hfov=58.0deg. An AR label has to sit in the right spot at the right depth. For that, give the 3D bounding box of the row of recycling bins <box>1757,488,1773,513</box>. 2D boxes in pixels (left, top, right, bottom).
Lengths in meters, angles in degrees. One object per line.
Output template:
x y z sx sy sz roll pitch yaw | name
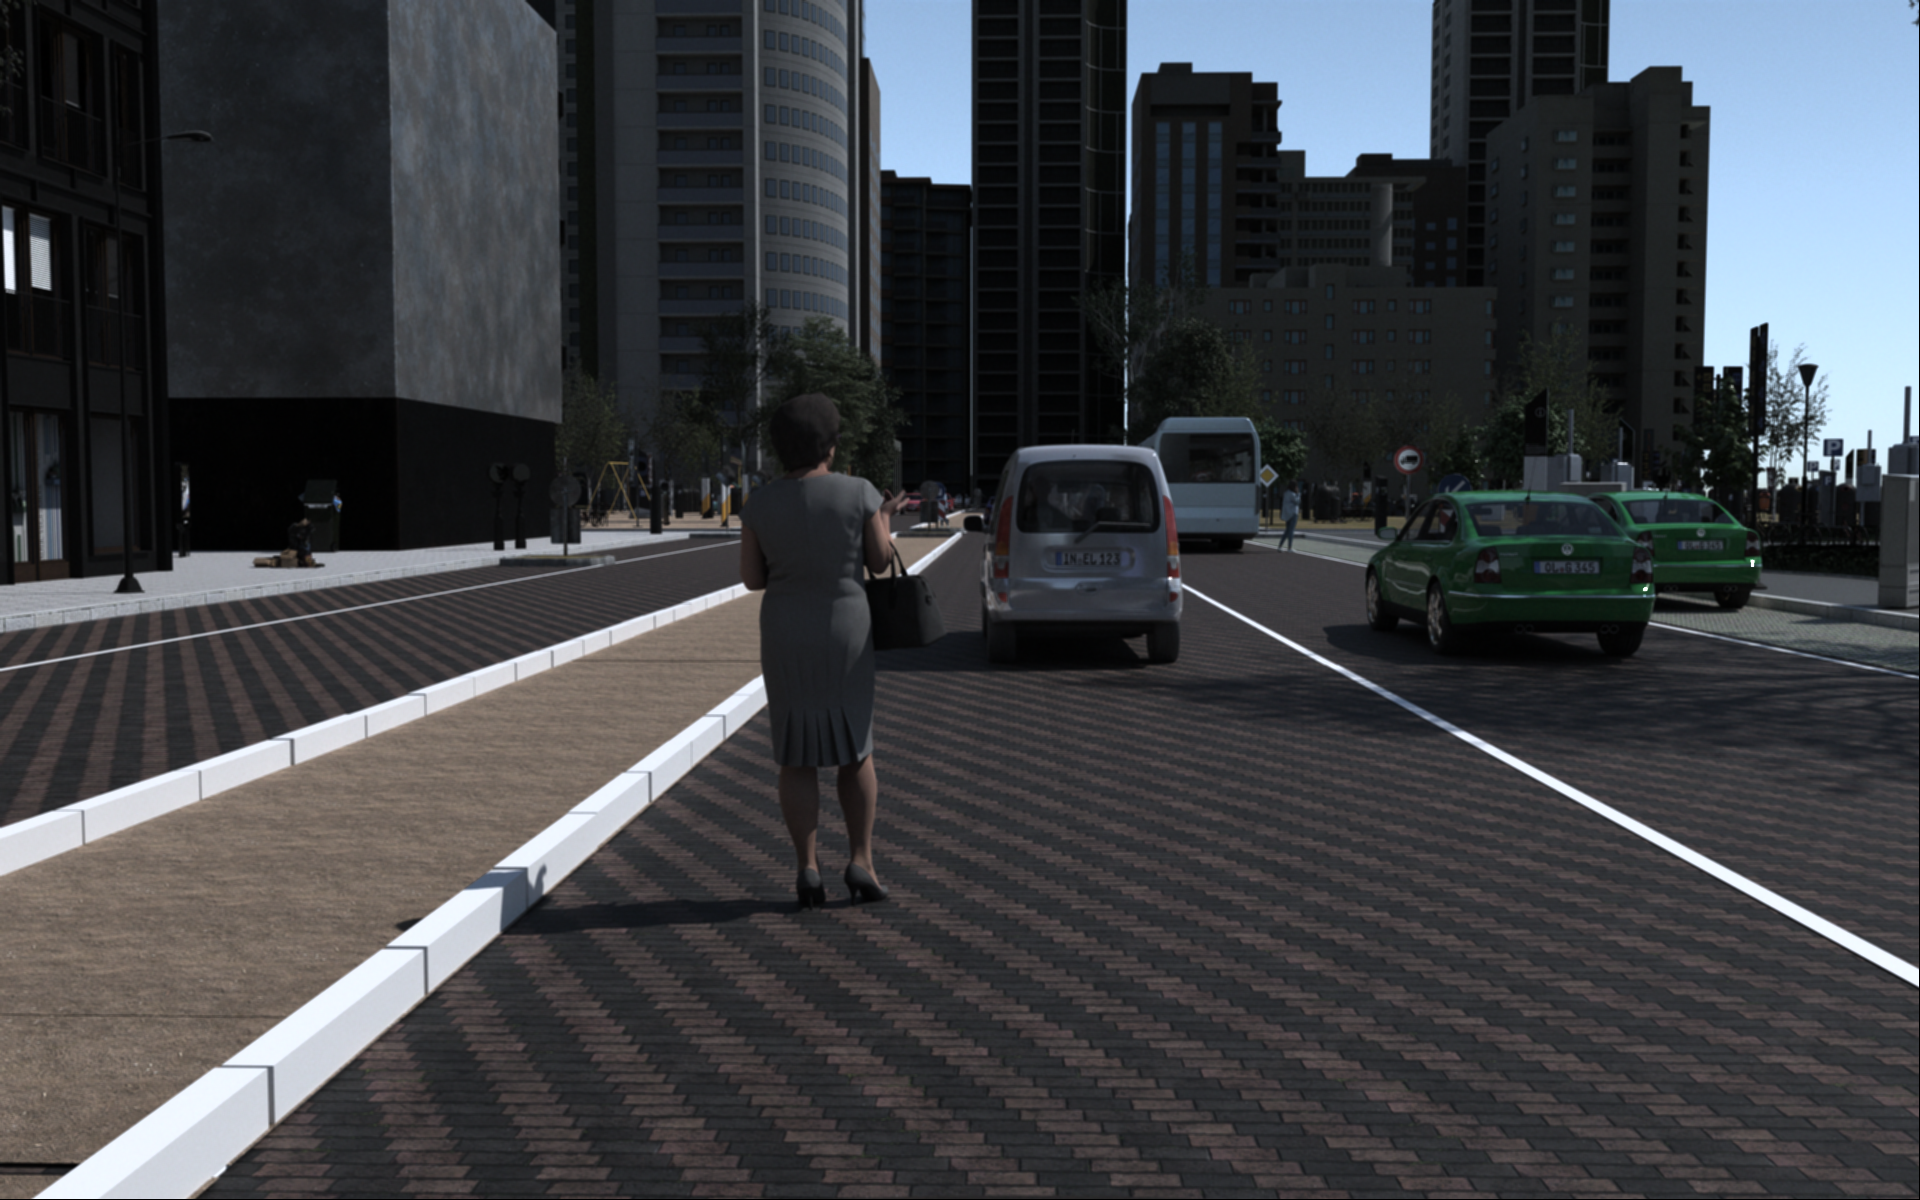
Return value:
55.787 -6.924 120.316 1.069 1.692 3.534 0 4 -2 | row of recycling bins

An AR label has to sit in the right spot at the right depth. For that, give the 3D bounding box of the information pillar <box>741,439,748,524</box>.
-9.151 -5.030 73.598 0.183 3.616 0.504 -2 4 -26 | information pillar

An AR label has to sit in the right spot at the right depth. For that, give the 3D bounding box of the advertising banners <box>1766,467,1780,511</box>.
53.366 -7.103 112.323 2.074 3.025 0.090 2 4 31 | advertising banners

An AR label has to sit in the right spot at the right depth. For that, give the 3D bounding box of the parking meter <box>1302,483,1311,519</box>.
17.546 -5.022 87.813 0.255 1.863 0.399 -3 5 -42 | parking meter

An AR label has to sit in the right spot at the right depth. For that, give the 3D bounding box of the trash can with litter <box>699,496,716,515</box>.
-15.190 -5.680 104.249 1.055 1.170 0.624 0 4 7 | trash can with litter

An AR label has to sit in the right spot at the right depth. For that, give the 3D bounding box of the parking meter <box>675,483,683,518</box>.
-14.941 -5.281 92.055 0.399 1.863 0.255 -2 4 -31 | parking meter

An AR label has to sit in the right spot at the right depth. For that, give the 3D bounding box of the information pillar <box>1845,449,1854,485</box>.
46.362 -6.052 90.299 0.183 3.616 0.504 -1 4 -13 | information pillar

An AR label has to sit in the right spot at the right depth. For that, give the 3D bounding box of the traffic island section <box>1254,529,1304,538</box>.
10.121 -2.129 57.082 2.009 0.180 2.903 0 4 2 | traffic island section

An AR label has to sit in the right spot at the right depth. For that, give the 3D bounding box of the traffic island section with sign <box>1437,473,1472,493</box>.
9.449 -1.561 34.158 1.989 1.847 2.006 0 4 2 | traffic island section with sign

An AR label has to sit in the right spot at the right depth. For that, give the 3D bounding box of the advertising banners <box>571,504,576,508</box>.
-30.681 -8.497 135.107 2.074 3.025 0.090 3 4 37 | advertising banners

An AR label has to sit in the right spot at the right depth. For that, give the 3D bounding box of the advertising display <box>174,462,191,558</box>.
-15.872 -1.846 35.389 0.123 1.923 0.974 -1 4 -15 | advertising display

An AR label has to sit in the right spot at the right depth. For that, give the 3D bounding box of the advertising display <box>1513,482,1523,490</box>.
30.222 -5.387 93.284 0.974 1.923 0.123 -1 4 -21 | advertising display

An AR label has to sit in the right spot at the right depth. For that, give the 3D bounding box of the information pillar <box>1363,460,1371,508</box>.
27.191 -7.606 115.708 0.504 3.616 0.183 2 4 23 | information pillar

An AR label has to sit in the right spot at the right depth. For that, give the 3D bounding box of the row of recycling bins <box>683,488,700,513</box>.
-18.809 -6.919 120.231 1.069 1.692 3.534 0 4 7 | row of recycling bins

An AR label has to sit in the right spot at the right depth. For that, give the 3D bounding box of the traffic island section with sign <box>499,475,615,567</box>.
-8.100 -1.624 35.173 1.989 1.847 2.006 0 4 2 | traffic island section with sign

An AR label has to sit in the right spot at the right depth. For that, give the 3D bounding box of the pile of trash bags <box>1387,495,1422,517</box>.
26.192 -5.463 99.070 3.447 1.369 1.912 0 4 -2 | pile of trash bags

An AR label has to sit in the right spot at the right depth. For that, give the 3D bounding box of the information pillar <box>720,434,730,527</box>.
-9.170 -4.668 67.680 0.183 3.616 0.504 2 4 31 | information pillar

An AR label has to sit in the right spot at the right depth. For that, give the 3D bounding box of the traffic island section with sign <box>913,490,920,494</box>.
-4.177 -9.705 167.302 1.989 1.847 2.006 0 4 2 | traffic island section with sign

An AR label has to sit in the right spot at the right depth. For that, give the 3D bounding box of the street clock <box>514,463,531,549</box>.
-10.319 -2.205 40.622 0.471 2.002 0.358 -3 5 -42 | street clock

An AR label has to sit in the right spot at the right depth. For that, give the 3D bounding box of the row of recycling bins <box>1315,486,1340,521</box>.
18.165 -4.786 85.356 1.069 1.692 3.534 1 4 19 | row of recycling bins

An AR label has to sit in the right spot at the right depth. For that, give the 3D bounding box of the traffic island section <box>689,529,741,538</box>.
-7.762 -2.161 57.616 2.009 0.180 2.903 0 4 2 | traffic island section

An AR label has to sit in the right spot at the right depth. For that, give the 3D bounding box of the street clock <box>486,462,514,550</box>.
-10.514 -2.133 39.451 0.471 2.002 0.358 -2 4 -32 | street clock

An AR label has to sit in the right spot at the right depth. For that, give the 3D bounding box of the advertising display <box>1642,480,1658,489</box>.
32.025 -4.589 80.238 0.123 1.923 0.974 -2 4 -31 | advertising display

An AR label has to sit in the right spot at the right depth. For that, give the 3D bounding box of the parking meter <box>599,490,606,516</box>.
-20.538 -5.567 99.428 0.372 1.533 0.369 0 3 0 | parking meter

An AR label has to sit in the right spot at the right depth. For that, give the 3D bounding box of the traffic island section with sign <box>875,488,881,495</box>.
-5.657 -6.669 117.661 1.989 1.847 2.006 0 4 2 | traffic island section with sign

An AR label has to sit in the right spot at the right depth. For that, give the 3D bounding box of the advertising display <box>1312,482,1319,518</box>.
19.402 -5.486 94.913 0.123 1.923 0.974 0 4 4 | advertising display

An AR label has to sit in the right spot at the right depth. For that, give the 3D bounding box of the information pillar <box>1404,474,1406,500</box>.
27.486 -7.045 106.537 0.183 3.616 0.504 -1 4 -19 | information pillar

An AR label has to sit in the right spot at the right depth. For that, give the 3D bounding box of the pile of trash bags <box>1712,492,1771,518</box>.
42.196 -5.164 94.190 3.447 1.369 1.912 1 4 21 | pile of trash bags

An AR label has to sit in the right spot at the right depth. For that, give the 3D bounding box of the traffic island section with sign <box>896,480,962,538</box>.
-1.057 -3.028 57.651 2.006 1.907 1.989 0 4 2 | traffic island section with sign

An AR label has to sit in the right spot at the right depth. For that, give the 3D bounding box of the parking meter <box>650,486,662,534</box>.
-9.807 -2.901 55.846 0.372 1.533 0.369 0 3 0 | parking meter

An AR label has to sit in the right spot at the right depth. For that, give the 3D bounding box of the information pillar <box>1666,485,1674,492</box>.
54.805 -7.916 133.925 0.304 2.012 0.304 3 5 43 | information pillar

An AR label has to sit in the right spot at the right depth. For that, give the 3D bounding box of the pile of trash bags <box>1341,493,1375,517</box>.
21.255 -5.220 95.100 3.447 1.369 1.912 -2 4 -27 | pile of trash bags

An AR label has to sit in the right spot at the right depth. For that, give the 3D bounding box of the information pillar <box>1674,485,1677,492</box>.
57.255 -8.221 138.897 0.304 2.012 0.304 -2 4 -25 | information pillar

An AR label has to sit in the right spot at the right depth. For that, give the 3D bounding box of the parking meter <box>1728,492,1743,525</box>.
22.850 -2.607 51.036 0.372 1.533 0.369 0 3 0 | parking meter

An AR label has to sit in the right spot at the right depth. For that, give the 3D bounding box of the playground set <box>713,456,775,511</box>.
-16.970 -8.828 131.118 5.637 4.214 5.302 0 4 1 | playground set

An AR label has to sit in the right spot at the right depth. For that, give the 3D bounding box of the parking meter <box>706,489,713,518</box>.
-13.209 -5.078 91.442 0.372 1.533 0.369 0 3 0 | parking meter

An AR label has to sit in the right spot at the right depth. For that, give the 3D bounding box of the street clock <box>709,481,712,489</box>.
-13.974 -5.594 96.031 0.471 2.002 0.358 -1 4 -22 | street clock

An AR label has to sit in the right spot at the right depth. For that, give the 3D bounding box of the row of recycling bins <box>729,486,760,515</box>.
-13.074 -6.085 106.602 1.069 1.692 3.534 2 4 33 | row of recycling bins

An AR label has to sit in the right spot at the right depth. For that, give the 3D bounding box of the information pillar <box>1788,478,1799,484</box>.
36.992 -4.430 76.919 0.304 2.012 0.304 -1 4 -22 | information pillar

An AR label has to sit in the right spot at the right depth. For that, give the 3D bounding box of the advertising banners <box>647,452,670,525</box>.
-12.554 -4.639 72.043 0.090 3.025 2.074 -2 4 -35 | advertising banners

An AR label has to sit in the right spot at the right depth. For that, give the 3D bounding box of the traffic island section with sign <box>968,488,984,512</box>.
1.390 -8.075 140.161 2.006 1.907 1.989 0 4 2 | traffic island section with sign

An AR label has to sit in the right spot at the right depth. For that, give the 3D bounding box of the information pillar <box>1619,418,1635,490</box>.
20.469 -3.787 53.280 0.183 3.616 0.504 -3 5 -41 | information pillar

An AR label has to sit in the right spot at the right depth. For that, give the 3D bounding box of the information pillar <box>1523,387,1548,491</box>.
12.625 -2.851 37.972 0.504 3.616 0.183 1 4 23 | information pillar

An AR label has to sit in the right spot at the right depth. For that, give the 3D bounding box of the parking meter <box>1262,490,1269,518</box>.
16.684 -5.265 94.501 0.372 1.533 0.369 0 3 0 | parking meter

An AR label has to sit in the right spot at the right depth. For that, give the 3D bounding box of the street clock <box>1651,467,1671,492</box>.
18.903 -2.578 46.728 0.471 2.002 0.358 -1 4 -21 | street clock

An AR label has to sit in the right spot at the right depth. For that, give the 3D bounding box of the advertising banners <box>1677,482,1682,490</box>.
44.606 -6.715 105.975 2.074 3.025 0.090 -1 4 -21 | advertising banners

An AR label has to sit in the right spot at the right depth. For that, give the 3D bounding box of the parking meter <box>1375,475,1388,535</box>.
13.122 -2.950 53.952 0.255 1.863 0.399 -1 4 -11 | parking meter

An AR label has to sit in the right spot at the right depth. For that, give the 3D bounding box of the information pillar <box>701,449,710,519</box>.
-13.146 -5.998 89.421 0.504 3.616 0.183 2 4 35 | information pillar

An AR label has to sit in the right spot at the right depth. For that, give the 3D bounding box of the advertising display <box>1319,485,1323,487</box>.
24.549 -6.877 117.652 0.974 1.923 0.123 -3 5 -41 | advertising display

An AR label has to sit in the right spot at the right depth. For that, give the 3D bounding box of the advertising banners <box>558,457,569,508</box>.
-18.748 -5.233 81.746 0.090 3.025 2.074 -1 4 -22 | advertising banners

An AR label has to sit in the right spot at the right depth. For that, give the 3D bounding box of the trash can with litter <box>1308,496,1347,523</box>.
16.216 -4.005 76.539 2.233 1.210 1.678 -2 4 -24 | trash can with litter

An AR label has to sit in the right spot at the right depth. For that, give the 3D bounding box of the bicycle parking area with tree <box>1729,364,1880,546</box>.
21.317 -3.168 38.798 8.231 4.147 9.016 0 4 7 | bicycle parking area with tree

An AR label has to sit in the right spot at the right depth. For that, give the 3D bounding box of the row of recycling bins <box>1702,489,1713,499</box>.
58.290 -7.838 135.264 3.534 1.692 1.069 1 4 23 | row of recycling bins

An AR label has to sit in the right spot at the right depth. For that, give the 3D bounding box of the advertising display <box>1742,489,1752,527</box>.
29.915 -3.699 65.684 0.974 1.923 0.123 -3 4 -37 | advertising display

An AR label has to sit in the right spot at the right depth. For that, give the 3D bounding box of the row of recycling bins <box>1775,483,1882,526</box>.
32.462 -3.512 64.539 3.534 1.692 1.069 1 4 16 | row of recycling bins

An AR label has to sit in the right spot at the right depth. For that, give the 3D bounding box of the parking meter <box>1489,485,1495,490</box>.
34.751 -6.567 113.076 0.399 1.863 0.255 2 4 26 | parking meter

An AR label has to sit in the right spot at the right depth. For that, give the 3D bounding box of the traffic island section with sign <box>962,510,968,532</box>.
-0.828 -3.481 65.055 2.006 1.907 1.989 0 4 2 | traffic island section with sign
